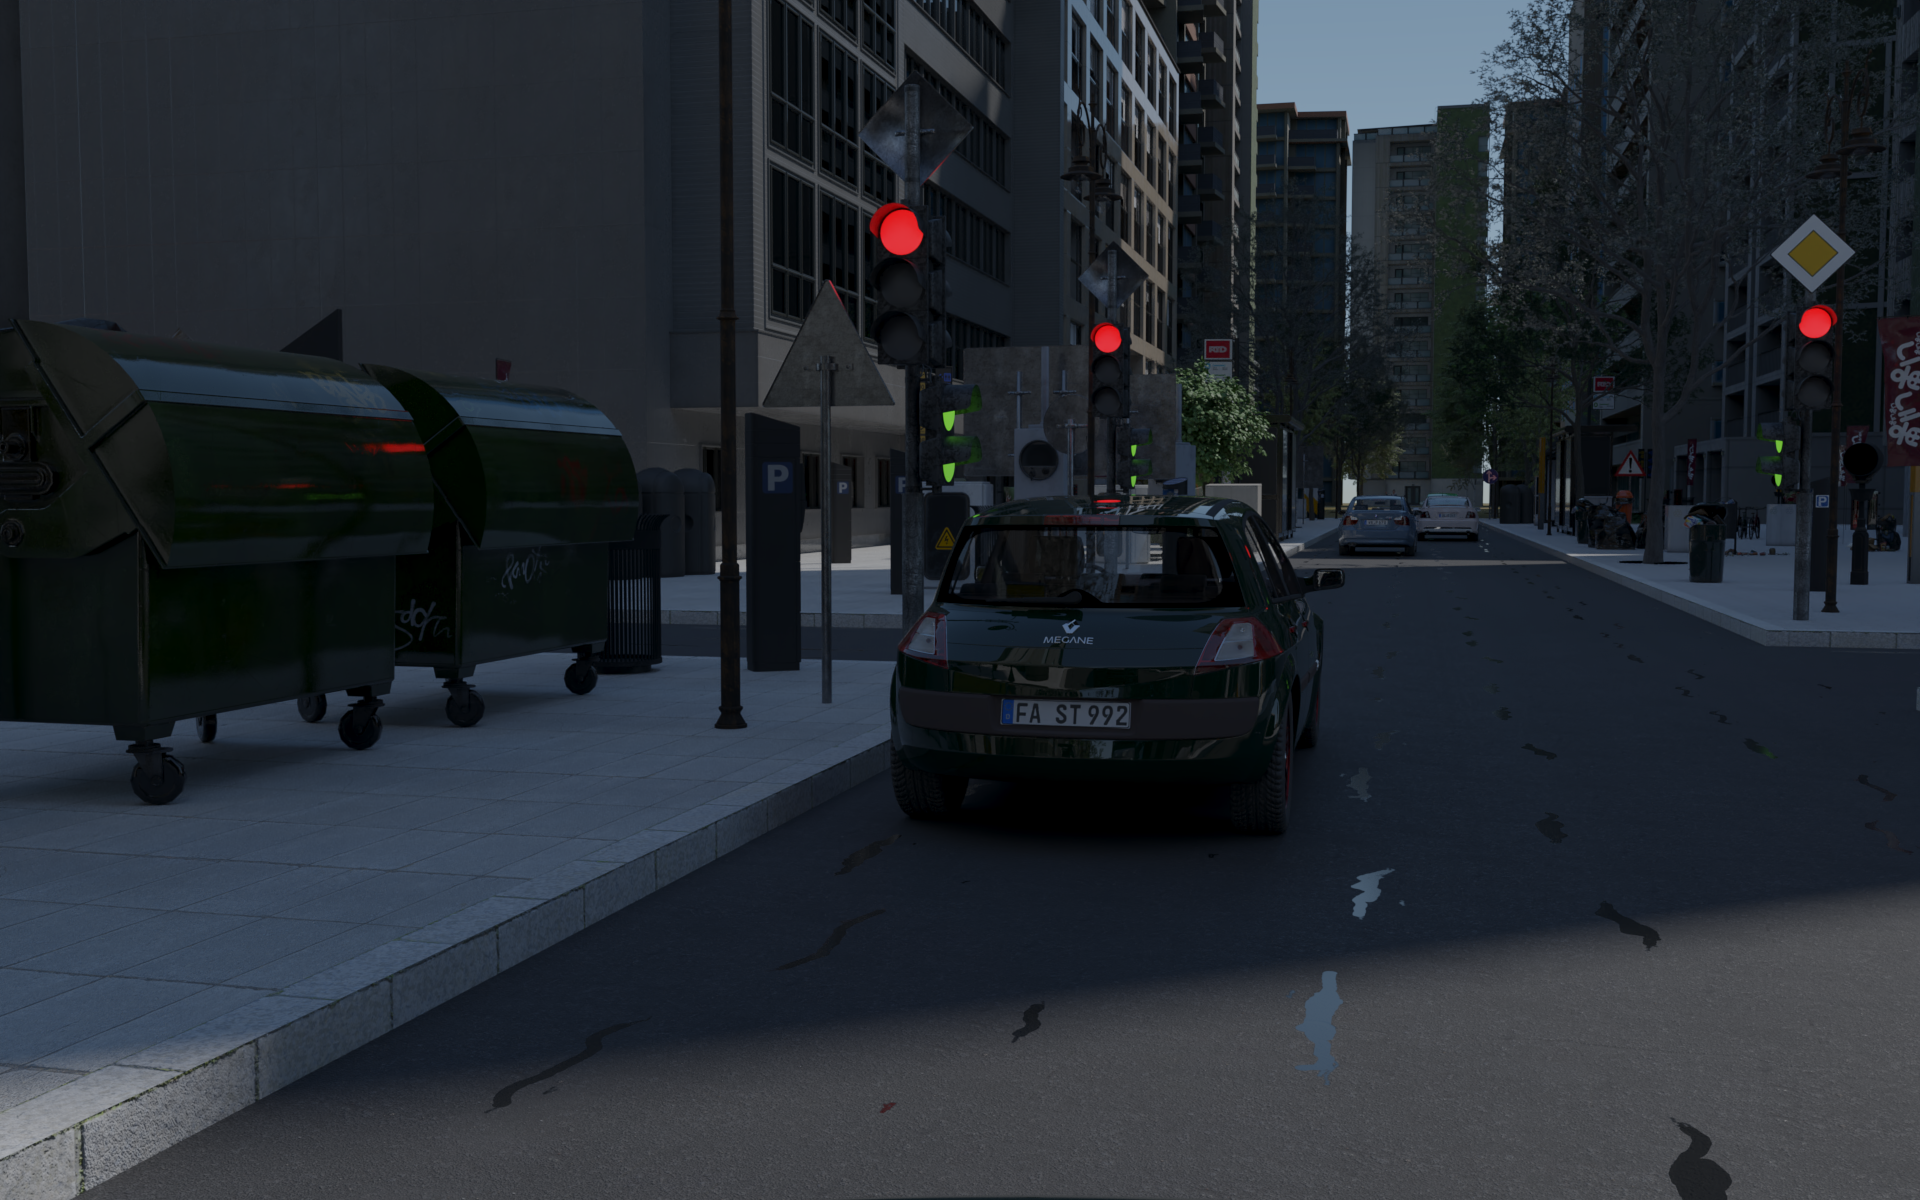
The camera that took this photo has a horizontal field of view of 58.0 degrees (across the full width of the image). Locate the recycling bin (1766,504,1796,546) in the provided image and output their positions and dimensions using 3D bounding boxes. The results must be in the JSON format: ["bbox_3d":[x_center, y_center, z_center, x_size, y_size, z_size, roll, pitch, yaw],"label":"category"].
[{"bbox_3d":[20.489,-1.861,42.983,0.722,1.027,0.722,3,5,41],"label":"recycling bin"}]

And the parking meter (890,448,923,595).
[{"bbox_3d":[-0.684,-1.004,22.128,0.399,1.863,0.255,0,4,5],"label":"parking meter"}]

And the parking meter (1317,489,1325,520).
[{"bbox_3d":[18.193,-4.824,87.284,0.372,1.533,0.369,0,3,0],"label":"parking meter"}]

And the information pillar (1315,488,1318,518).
[{"bbox_3d":[18.793,-6.148,91.869,0.504,3.616,0.183,3,4,38],"label":"information pillar"}]

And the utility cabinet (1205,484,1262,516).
[{"bbox_3d":[5.932,-1.771,37.643,1.173,1.500,0.318,2,4,26],"label":"utility cabinet"}]

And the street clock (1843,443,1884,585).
[{"bbox_3d":[12.731,-1.216,24.460,0.471,2.002,0.358,3,5,44],"label":"street clock"}]

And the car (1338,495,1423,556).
[{"bbox_3d":[10.052,-1.805,41.522,2.014,1.417,4.499,1,4,16],"label":"car"}]

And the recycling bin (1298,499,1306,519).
[{"bbox_3d":[17.555,-4.748,90.178,0.722,1.027,0.722,-1,4,-15],"label":"recycling bin"}]

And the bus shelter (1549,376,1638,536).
[{"bbox_3d":[20.531,-4.834,56.662,2.179,5.291,8.768,1,4,14],"label":"bus shelter"}]

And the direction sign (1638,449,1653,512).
[{"bbox_3d":[34.304,-5.793,86.705,0.876,3.537,0.379,-1,4,-15],"label":"direction sign"}]

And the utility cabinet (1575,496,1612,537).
[{"bbox_3d":[19.011,-2.492,51.912,1.020,1.237,0.306,1,4,10],"label":"utility cabinet"}]

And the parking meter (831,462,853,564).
[{"bbox_3d":[-2.199,-1.609,32.012,0.399,1.863,0.255,-2,4,-27],"label":"parking meter"}]

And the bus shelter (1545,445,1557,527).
[{"bbox_3d":[23.199,-4.385,65.617,2.014,3.302,5.546,1,4,15],"label":"bus shelter"}]

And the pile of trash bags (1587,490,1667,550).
[{"bbox_3d":[15.970,-1.933,41.359,1.912,1.369,3.447,1,4,15],"label":"pile of trash bags"}]

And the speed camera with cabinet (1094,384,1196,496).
[{"bbox_3d":[3.329,-2.276,31.552,0.660,3.252,2.038,-3,5,-42],"label":"speed camera with cabinet"}]

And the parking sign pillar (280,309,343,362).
[{"bbox_3d":[-9.658,-2.265,25.510,1.447,3.967,1.447,0,4,5],"label":"parking sign pillar"}]

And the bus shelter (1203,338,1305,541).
[{"bbox_3d":[7.999,-4.248,47.082,2.179,5.291,8.768,1,4,15],"label":"bus shelter"}]

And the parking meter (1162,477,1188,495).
[{"bbox_3d":[3.224,-1.075,25.994,0.372,1.533,0.369,0,3,0],"label":"parking meter"}]

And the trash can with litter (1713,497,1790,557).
[{"bbox_3d":[16.475,-1.547,36.355,2.233,1.210,1.678,0,4,-4],"label":"trash can with litter"}]

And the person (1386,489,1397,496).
[{"bbox_3d":[27.243,-6.126,109.459,0.742,1.727,0.445,1,4,17],"label":"person"}]

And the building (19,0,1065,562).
[{"bbox_3d":[-6.903,-13.796,44.627,14.314,24.678,30.058,1,4,14],"label":"building"}]

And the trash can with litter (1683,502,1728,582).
[{"bbox_3d":[10.853,-0.854,25.356,0.624,1.170,1.055,1,4,16],"label":"trash can with litter"}]

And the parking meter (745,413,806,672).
[{"bbox_3d":[-1.344,-0.421,12.600,0.399,1.863,0.255,-1,4,-21],"label":"parking meter"}]

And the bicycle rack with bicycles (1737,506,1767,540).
[{"bbox_3d":[22.184,-2.254,50.230,2.852,0.926,2.925,3,5,40],"label":"bicycle rack with bicycles"}]

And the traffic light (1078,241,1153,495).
[{"bbox_3d":[1.703,-1.856,19.270,0.839,4.253,0.868,1,4,14],"label":"traffic light"}]

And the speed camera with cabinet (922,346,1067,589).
[{"bbox_3d":[0.431,-1.771,23.291,2.038,3.252,0.660,1,4,13],"label":"speed camera with cabinet"}]

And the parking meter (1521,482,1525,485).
[{"bbox_3d":[28.476,-4.997,87.404,0.255,1.863,0.399,1,4,8],"label":"parking meter"}]

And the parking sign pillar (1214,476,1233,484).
[{"bbox_3d":[9.181,-4.260,58.117,1.447,3.967,1.447,1,4,14],"label":"parking sign pillar"}]

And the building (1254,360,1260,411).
[{"bbox_3d":[11.813,-51.340,152.084,31.000,86.520,22.319,1,4,14],"label":"building"}]

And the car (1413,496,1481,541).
[{"bbox_3d":[15.224,-2.557,54.167,2.083,1.381,4.827,1,4,15],"label":"car"}]

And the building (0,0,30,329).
[{"bbox_3d":[-26.725,-10.672,39.114,19.286,19.102,10.561,1,4,14],"label":"building"}]

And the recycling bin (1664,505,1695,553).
[{"bbox_3d":[15.956,-1.567,38.179,0.722,1.027,0.722,1,4,16],"label":"recycling bin"}]

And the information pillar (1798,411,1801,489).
[{"bbox_3d":[22.294,-3.332,45.833,0.183,3.616,0.504,3,5,43],"label":"information pillar"}]

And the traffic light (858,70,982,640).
[{"bbox_3d":[-0.298,-1.383,11.538,0.839,4.253,0.868,1,4,14],"label":"traffic light"}]

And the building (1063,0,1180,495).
[{"bbox_3d":[-2.158,-16.652,76.773,19.350,26.468,34.151,1,4,14],"label":"building"}]

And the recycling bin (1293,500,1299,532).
[{"bbox_3d":[10.870,-2.813,58.554,0.722,1.027,0.722,-1,4,-23],"label":"recycling bin"}]

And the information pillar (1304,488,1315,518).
[{"bbox_3d":[18.384,-6.127,91.525,0.504,3.616,0.183,-2,4,-34],"label":"information pillar"}]

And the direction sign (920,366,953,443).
[{"bbox_3d":[-0.508,-2.362,30.619,0.876,3.537,0.379,-2,4,-33],"label":"direction sign"}]

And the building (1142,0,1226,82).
[{"bbox_3d":[4.988,-27.877,110.412,22.147,44.769,28.867,1,4,14],"label":"building"}]

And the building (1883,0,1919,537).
[{"bbox_3d":[35.601,-17.101,51.310,14.160,30.474,14.107,1,4,14],"label":"building"}]

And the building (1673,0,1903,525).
[{"bbox_3d":[43.819,-38.889,74.092,20.563,71.187,20.611,1,4,14],"label":"building"}]

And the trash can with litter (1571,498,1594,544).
[{"bbox_3d":[16.352,-2.032,44.610,1.055,1.170,0.624,-1,4,-10],"label":"trash can with litter"}]

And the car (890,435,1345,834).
[{"bbox_3d":[0.919,0.058,8.838,2.009,1.686,4.222,1,4,14],"label":"car"}]

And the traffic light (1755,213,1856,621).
[{"bbox_3d":[8.543,-1.749,17.522,0.839,4.253,0.868,1,4,14],"label":"traffic light"}]

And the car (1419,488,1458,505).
[{"bbox_3d":[20.922,-4.056,75.104,1.959,1.807,4.718,1,4,16],"label":"car"}]

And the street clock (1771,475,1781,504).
[{"bbox_3d":[28.178,-3.367,59.614,0.471,2.002,0.358,3,4,39],"label":"street clock"}]

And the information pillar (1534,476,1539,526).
[{"bbox_3d":[23.392,-4.009,70.045,0.304,2.012,0.304,1,4,10],"label":"information pillar"}]

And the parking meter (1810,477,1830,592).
[{"bbox_3d":[11.349,-0.883,22.856,0.372,1.533,0.369,0,3,0],"label":"parking meter"}]
